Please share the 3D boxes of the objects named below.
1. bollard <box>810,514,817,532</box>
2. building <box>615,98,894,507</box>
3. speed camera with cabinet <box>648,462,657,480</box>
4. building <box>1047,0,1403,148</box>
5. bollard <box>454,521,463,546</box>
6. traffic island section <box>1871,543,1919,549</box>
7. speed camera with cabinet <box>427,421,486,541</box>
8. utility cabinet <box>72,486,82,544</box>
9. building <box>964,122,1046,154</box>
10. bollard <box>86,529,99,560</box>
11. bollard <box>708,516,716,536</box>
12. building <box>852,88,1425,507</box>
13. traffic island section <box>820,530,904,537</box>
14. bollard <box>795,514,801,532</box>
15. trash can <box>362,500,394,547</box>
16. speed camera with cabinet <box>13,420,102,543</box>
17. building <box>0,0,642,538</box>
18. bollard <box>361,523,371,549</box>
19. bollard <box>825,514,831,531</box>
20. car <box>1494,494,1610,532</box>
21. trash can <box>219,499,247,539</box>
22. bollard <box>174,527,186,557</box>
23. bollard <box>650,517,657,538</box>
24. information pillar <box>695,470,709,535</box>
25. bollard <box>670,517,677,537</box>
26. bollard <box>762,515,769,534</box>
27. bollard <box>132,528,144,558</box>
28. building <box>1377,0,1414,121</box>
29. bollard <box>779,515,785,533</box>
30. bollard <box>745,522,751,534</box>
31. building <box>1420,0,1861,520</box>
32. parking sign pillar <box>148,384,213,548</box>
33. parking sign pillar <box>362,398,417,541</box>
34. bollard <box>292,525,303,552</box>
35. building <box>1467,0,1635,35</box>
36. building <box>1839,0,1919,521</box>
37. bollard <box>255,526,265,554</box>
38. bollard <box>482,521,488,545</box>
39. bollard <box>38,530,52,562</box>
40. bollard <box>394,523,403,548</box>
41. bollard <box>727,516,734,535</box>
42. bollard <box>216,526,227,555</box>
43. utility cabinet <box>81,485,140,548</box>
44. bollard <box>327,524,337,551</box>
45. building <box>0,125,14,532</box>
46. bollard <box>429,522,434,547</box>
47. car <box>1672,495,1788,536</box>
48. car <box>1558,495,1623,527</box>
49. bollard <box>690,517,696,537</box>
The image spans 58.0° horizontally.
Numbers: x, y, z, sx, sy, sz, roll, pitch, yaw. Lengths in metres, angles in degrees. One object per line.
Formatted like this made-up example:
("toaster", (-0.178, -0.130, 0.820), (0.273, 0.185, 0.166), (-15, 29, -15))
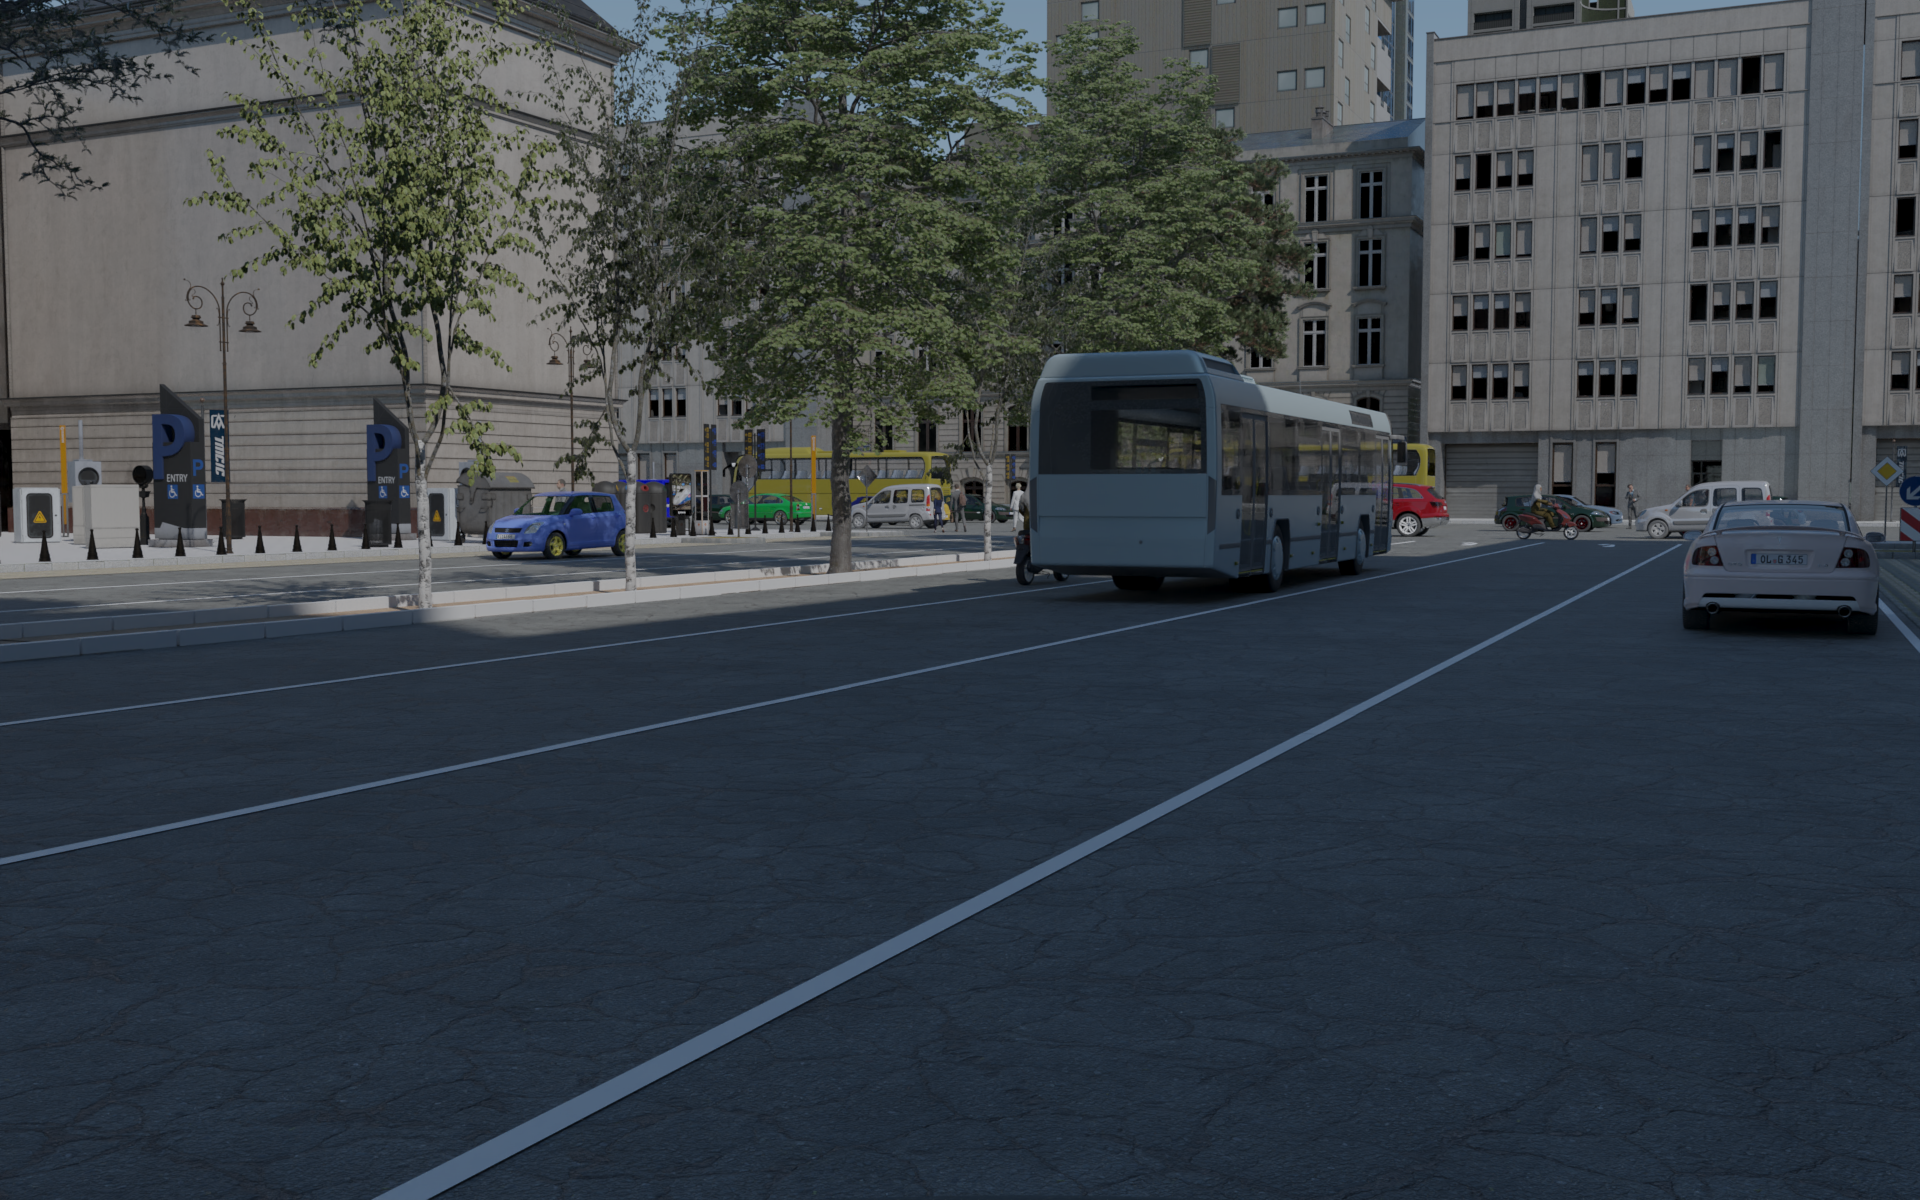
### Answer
("bollard", (-4.994, -2.624, 58.937), (0.229, 0.601, 0.229), (0, 3, 0))
("building", (-15.012, -18.047, 113.083), (19.932, 24.808, 12.078), (2, 4, 25))
("speed camera with cabinet", (-19.491, -6.921, 107.501), (0.660, 3.252, 2.038), (-3, 4, -36))
("building", (25.641, -35.350, 167.214), (28.713, 52.752, 27.495), (2, 4, 25))
("bollard", (-12.487, -1.654, 43.092), (0.229, 0.601, 0.229), (0, 3, 0))
("traffic island section", (24.640, -1.457, 46.109), (2.009, 0.180, 2.903), (2, 4, 25))
("speed camera with cabinet", (-13.697, -3.236, 47.244), (2.038, 3.252, 0.660), (2, 4, 34))
("utility cabinet", (-22.232, -2.179, 44.305), (0.318, 1.500, 1.173), (0, 4, 4))
("building", (14.411, -35.920, 210.996), (21.600, 48.544, 21.300), (2, 4, 25))
("bollard", (-16.905, -1.082, 33.737), (0.229, 0.601, 0.229), (0, 3, 0))
("bollard", (-7.645, -2.282, 53.345), (0.229, 0.601, 0.229), (0, 3, 0))
("building", (10.815, -17.414, 103.802), (34.723, 24.649, 14.460), (2, 4, 25))
("traffic island section", (-3.207, -2.260, 59.226), (2.009, 0.180, 2.903), (2, 4, 25))
("bollard", (-5.441, -2.566, 58.002), (0.229, 0.601, 0.229), (0, 3, 0))
("trash can", (-14.034, -1.843, 41.791), (0.748, 1.137, 0.748), (0, 3, 0))
("speed camera with cabinet", (-23.841, -3.145, 45.758), (0.660, 3.252, 2.038), (3, 5, 43))
("building", (-21.564, -11.805, 57.632), (19.286, 19.102, 10.561), (2, 4, 25))
("bollard", (-13.821, -1.482, 40.270), (0.229, 0.601, 0.229), (0, 3, 0))
("bollard", (-4.550, -2.681, 59.877), (0.229, 0.601, 0.229), (0, 3, 0))
("car", (22.717, -3.470, 66.524), (4.222, 1.686, 2.009), (2, 4, 27))
("trash can", (-20.586, -2.289, 49.079), (0.748, 1.137, 0.748), (0, 3, 0))
("bollard", (-16.030, -1.196, 35.595), (0.229, 0.601, 0.229), (0, 3, 0))
("bollard", (-8.960, -2.110, 50.546), (0.229, 0.601, 0.229), (0, 3, 0))
("information pillar", (-8.013, -3.012, 53.744), (0.304, 2.012, 0.304), (2, 4, 35))
("bollard", (-8.520, -2.168, 51.482), (0.229, 0.601, 0.229), (0, 3, 0))
("bollard", (-6.320, -2.453, 56.146), (0.229, 0.601, 0.229), (0, 3, 0))
("bollard", (-16.466, -1.139, 34.665), (0.229, 0.601, 0.229), (0, 3, 0))
("building", (38.516, -54.090, 197.034), (31.000, 86.520, 22.319), (2, 4, 25))
("bollard", (-5.879, -2.510, 57.073), (0.229, 0.601, 0.229), (0, 3, 0))
("bollard", (-6.756, -2.396, 55.216), (0.229, 0.601, 0.229), (0, 3, 0))
("building", (35.356, -16.654, 90.308), (19.932, 24.808, 12.078), (2, 4, 25))
("parking sign pillar", (-18.990, -3.280, 42.094), (1.447, 3.967, 1.447), (2, 4, 25))
("parking sign pillar", (-15.918, -3.654, 48.217), (1.447, 3.967, 1.447), (2, 4, 32))
("bollard", (-14.704, -1.368, 38.405), (0.229, 0.601, 0.229), (0, 3, 0))
("building", (83.921, -49.508, 247.704), (20.611, 71.187, 20.563), (2, 4, 25))
("building", (53.397, -16.136, 81.850), (19.932, 24.808, 12.078), (2, 4, 25))
("bollard", (-15.146, -1.310, 37.467), (0.229, 0.601, 0.229), (0, 3, 0))
("bollard", (-12.044, -1.711, 44.020), (0.229, 0.601, 0.229), (0, 3, 0))
("bollard", (-17.343, -1.025, 32.808), (0.229, 0.601, 0.229), (0, 3, 0))
("bollard", (-13.373, -1.540, 41.215), (0.229, 0.601, 0.229), (0, 3, 0))
("bollard", (-7.196, -2.339, 54.284), (0.229, 0.601, 0.229), (0, 3, 0))
("bollard", (-15.585, -1.253, 36.534), (0.229, 0.601, 0.229), (0, 3, 0))
("utility cabinet", (-20.065, -1.976, 40.988), (0.318, 1.500, 1.173), (2, 4, 35))
("bollard", (-14.263, -1.425, 39.335), (0.229, 0.601, 0.229), (0, 3, 0))
("building", (-39.531, -11.925, 62.425), (16.811, 18.784, 16.820), (2, 4, 25))
("bollard", (-12.934, -1.597, 42.147), (0.229, 0.601, 0.229), (0, 3, 0))
("car", (25.351, -2.891, 57.057), (4.222, 1.686, 2.009), (2, 4, 24))
("car", (26.184, -3.832, 74.660), (4.499, 1.417, 2.014), (2, 4, 26))
("bollard", (-8.080, -2.224, 52.411), (0.229, 0.601, 0.229), (0, 3, 0))
